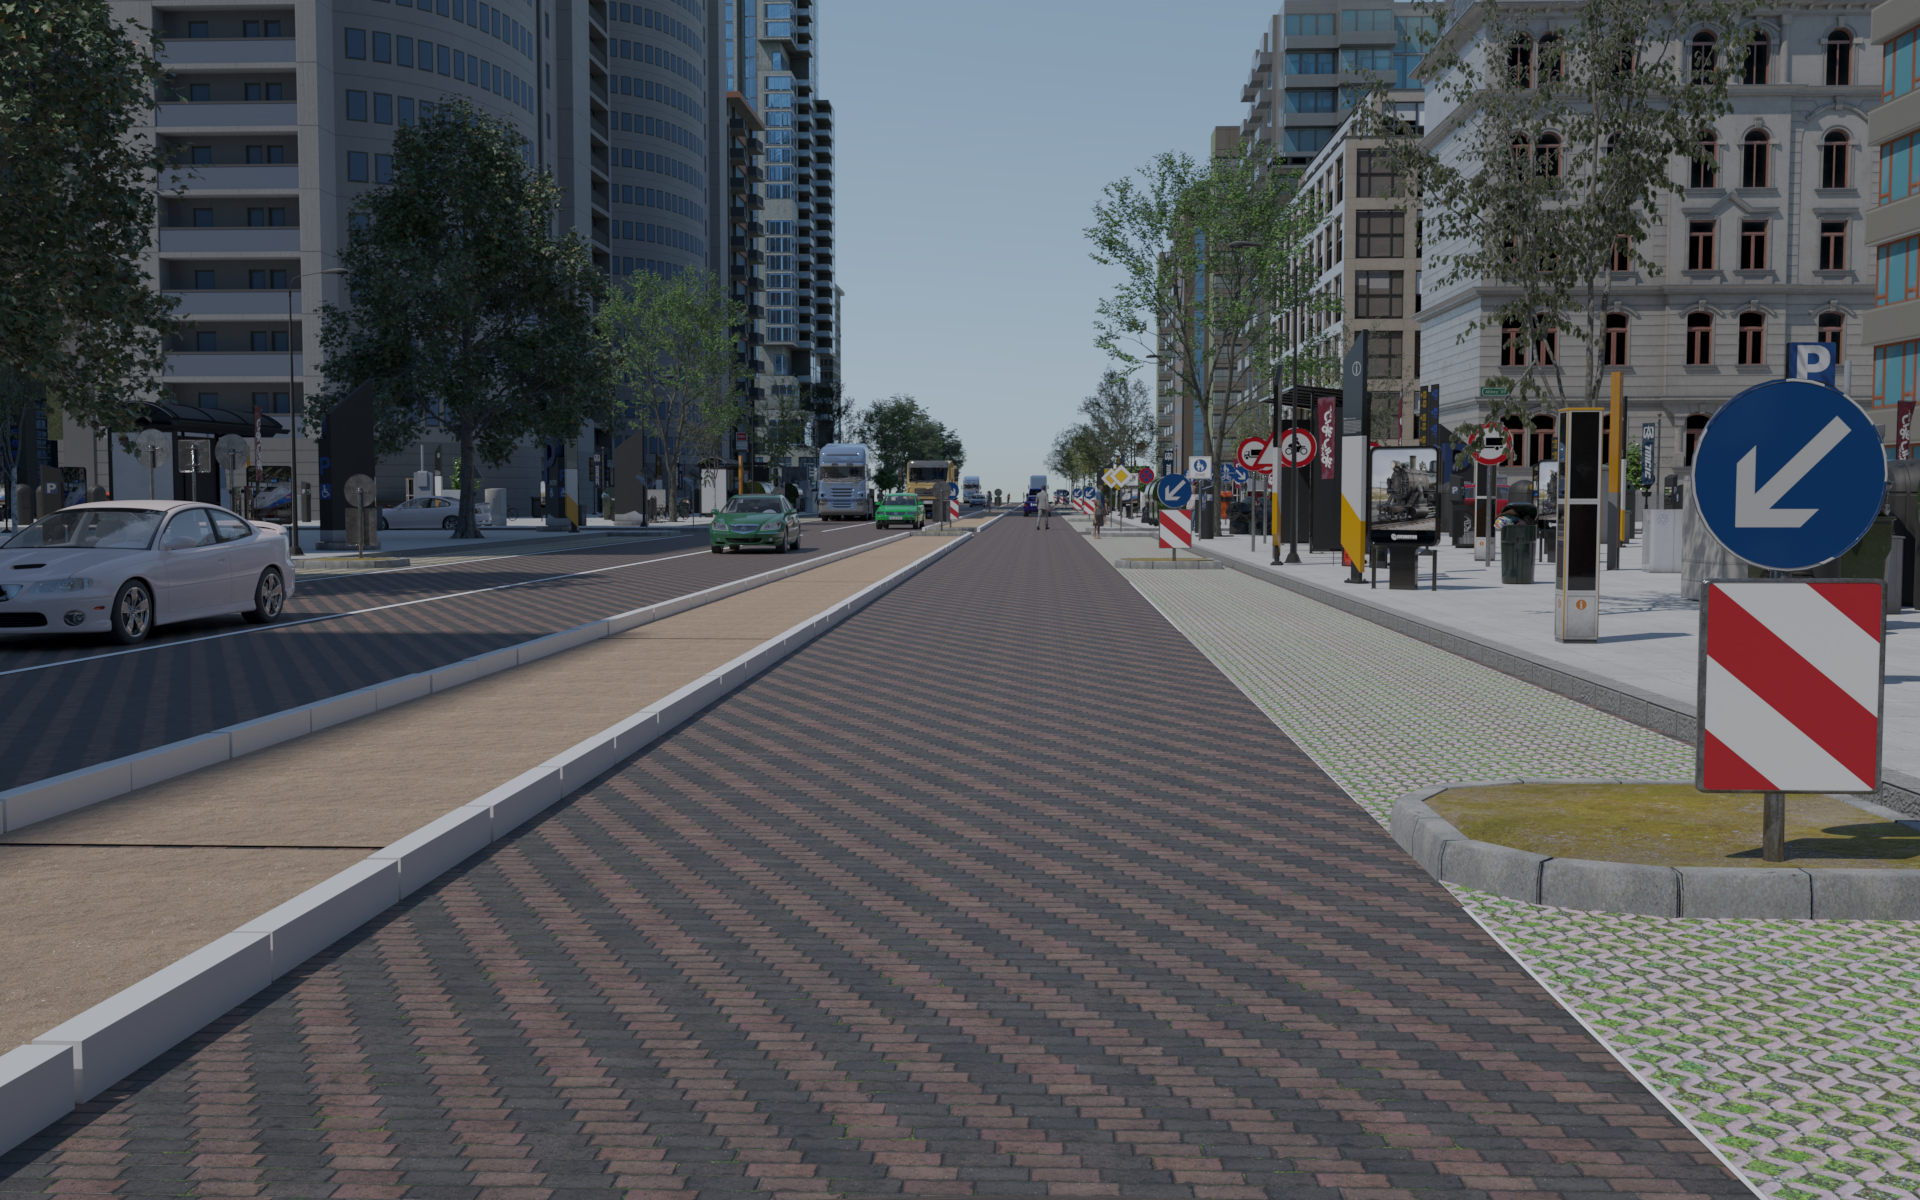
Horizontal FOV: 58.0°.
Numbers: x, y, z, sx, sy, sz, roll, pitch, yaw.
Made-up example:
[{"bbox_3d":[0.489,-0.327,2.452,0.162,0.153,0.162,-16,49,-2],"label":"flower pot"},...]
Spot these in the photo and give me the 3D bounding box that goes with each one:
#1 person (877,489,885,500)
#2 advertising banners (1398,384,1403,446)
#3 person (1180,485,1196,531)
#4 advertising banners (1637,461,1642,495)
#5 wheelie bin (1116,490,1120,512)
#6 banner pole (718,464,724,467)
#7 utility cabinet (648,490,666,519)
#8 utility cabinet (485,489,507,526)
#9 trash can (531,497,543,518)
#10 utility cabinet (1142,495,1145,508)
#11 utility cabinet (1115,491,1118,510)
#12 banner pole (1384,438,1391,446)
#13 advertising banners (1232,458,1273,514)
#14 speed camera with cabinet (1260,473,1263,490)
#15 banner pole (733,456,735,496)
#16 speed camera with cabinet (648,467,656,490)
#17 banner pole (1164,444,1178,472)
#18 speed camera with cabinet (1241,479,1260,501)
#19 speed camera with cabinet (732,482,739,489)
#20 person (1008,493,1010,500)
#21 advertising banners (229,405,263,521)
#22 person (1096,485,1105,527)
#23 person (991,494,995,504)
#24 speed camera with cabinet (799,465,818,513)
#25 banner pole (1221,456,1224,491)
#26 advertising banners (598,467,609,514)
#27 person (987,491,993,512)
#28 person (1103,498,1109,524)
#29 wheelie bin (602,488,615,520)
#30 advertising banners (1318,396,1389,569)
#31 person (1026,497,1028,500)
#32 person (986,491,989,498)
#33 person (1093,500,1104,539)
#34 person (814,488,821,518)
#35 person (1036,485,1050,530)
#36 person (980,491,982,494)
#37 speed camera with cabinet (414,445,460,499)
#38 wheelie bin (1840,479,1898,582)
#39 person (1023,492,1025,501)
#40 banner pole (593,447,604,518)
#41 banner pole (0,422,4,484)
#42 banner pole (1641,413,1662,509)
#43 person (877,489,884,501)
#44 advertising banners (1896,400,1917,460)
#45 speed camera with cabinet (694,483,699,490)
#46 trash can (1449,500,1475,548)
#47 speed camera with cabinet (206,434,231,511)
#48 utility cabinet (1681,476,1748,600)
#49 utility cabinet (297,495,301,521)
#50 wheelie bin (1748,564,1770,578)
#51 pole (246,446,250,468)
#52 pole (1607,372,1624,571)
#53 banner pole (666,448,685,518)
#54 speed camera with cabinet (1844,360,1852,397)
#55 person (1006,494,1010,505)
[{"bbox_3d":[-6.525,-8.337,144.770,1.348,1.831,0.705,3,5,43],"label":"person"},{"bbox_3d":[6.925,-1.890,27.083,0.090,3.025,2.074,1,4,12],"label":"advertising banners"},{"bbox_3d":[8.071,-3.162,60.875,0.731,1.740,0.598,0,4,5],"label":"person"},{"bbox_3d":[30.180,-5.009,78.091,2.074,3.025,0.090,-2,4,-26],"label":"advertising banners"},{"bbox_3d":[11.766,-7.191,125.487,0.980,1.594,0.693,1,4,13],"label":"wheelie bin"},{"bbox_3d":[-17.098,-8.273,125.284,0.863,3.779,0.401,-1,4,-8],"label":"banner pole"},{"bbox_3d":[-15.673,-4.887,88.589,1.173,1.500,0.318,-1,4,-17],"label":"utility cabinet"},{"bbox_3d":[-18.595,-3.711,69.349,0.318,1.500,1.173,-3,5,-44],"label":"utility cabinet"},{"bbox_3d":[-22.727,-4.983,93.117,0.748,1.137,0.748,0,3,0],"label":"trash can"},{"bbox_3d":[9.221,-4.391,82.955,1.020,1.237,0.306,3,4,39],"label":"utility cabinet"},{"bbox_3d":[12.789,-8.101,141.127,0.318,1.500,1.173,-1,4,-15],"label":"utility cabinet"},{"bbox_3d":[19.232,-5.382,78.010,0.401,3.779,0.863,3,4,36],"label":"banner pole"},{"bbox_3d":[14.288,-5.399,84.460,2.074,3.025,0.090,2,4,24],"label":"advertising banners"},{"bbox_3d":[20.534,-7.732,120.754,0.660,3.252,2.038,-1,4,-10],"label":"speed camera with cabinet"},{"bbox_3d":[-14.973,-7.623,114.655,0.401,3.779,0.863,0,4,2],"label":"banner pole"},{"bbox_3d":[-23.096,-8.149,127.574,0.660,3.252,2.038,3,5,44],"label":"speed camera with cabinet"},{"bbox_3d":[10.700,-5.964,87.536,0.863,3.779,0.401,1,4,17],"label":"banner pole"},{"bbox_3d":[17.179,-6.720,104.206,0.660,3.252,2.038,-1,4,-13],"label":"speed camera with cabinet"},{"bbox_3d":[-16.997,-8.312,130.240,0.660,3.252,2.038,1,4,9],"label":"speed camera with cabinet"},{"bbox_3d":[7.781,-16.032,272.096,0.415,1.643,0.593,-1,4,-16],"label":"person"},{"bbox_3d":[-13.769,-2.282,33.493,0.090,3.025,2.074,0,4,-5],"label":"advertising banners"},{"bbox_3d":[5.725,-3.783,70.542,0.419,1.800,0.721,-1,4,-8],"label":"person"},{"bbox_3d":[4.694,-15.461,261.989,1.217,1.736,0.721,-1,4,-12],"label":"person"},{"bbox_3d":[-10.237,-7.499,116.942,0.660,3.252,2.038,1,4,16],"label":"speed camera with cabinet"},{"bbox_3d":[17.100,-7.547,113.405,0.401,3.779,0.863,3,5,43],"label":"banner pole"},{"bbox_3d":[-23.286,-7.158,113.217,0.090,3.025,2.074,-2,4,-29],"label":"advertising banners"},{"bbox_3d":[2.320,-7.751,136.227,0.522,1.701,0.512,-2,4,-24],"label":"person"},{"bbox_3d":[6.838,-4.159,81.161,0.373,1.253,0.362,0,4,-6],"label":"person"},{"bbox_3d":[-17.279,-4.749,85.554,0.693,1.594,0.980,2,4,35],"label":"wheelie bin"},{"bbox_3d":[6.905,-2.094,30.433,0.090,3.025,2.074,-2,4,-25],"label":"advertising banners"},{"bbox_3d":[10.342,-15.717,266.945,0.415,1.643,0.593,2,4,26],"label":"person"},{"bbox_3d":[3.740,-13.384,227.192,0.599,1.838,0.709,-1,4,-19],"label":"person"},{"bbox_3d":[4.399,-2.553,54.913,0.362,1.253,0.373,-2,4,-27],"label":"person"},{"bbox_3d":[-8.472,-5.829,104.206,0.661,1.777,0.834,1,4,21],"label":"person"},{"bbox_3d":[3.317,-3.711,69.443,0.678,1.792,0.850,2,4,29],"label":"person"},{"bbox_3d":[2.904,-14.166,240.106,0.705,1.826,1.348,-1,4,-21],"label":"person"},{"bbox_3d":[-21.005,-4.635,70.123,2.038,3.252,0.660,-1,4,-10],"label":"speed camera with cabinet"},{"bbox_3d":[8.486,-0.526,16.502,0.693,1.594,0.980,1,4,12],"label":"wheelie bin"},{"bbox_3d":[10.434,-16.617,281.009,0.721,1.723,1.217,0,4,1],"label":"person"},{"bbox_3d":[-19.117,-6.233,91.923,0.401,3.779,0.863,3,5,42],"label":"banner pole"},{"bbox_3d":[-29.486,-3.835,52.713,0.401,3.779,0.863,2,4,32],"label":"banner pole"},{"bbox_3d":[21.355,-3.880,53.448,0.401,3.779,0.863,-2,4,-29],"label":"banner pole"},{"bbox_3d":[-5.671,-7.033,123.834,0.599,1.781,0.374,0,4,-6],"label":"person"},{"bbox_3d":[17.022,-2.199,32.138,2.074,3.025,0.090,-2,4,-26],"label":"advertising banners"},{"bbox_3d":[-20.505,-8.940,140.500,2.038,3.252,0.660,-2,4,-27],"label":"speed camera with cabinet"},{"bbox_3d":[11.971,-1.796,41.019,0.748,1.137,0.748,0,3,0],"label":"trash can"},{"bbox_3d":[-23.320,-3.681,54.520,0.660,3.252,2.038,-2,4,-33],"label":"speed camera with cabinet"},{"bbox_3d":[8.935,-0.722,20.483,0.318,1.500,1.173,0,4,1],"label":"utility cabinet"},{"bbox_3d":[-31.895,-4.405,83.177,0.306,1.237,1.020,-2,4,-31],"label":"utility cabinet"},{"bbox_3d":[11.211,-1.004,24.321,0.693,1.594,0.980,2,4,29],"label":"wheelie bin"},{"bbox_3d":[-29.969,-4.839,72.964,0.158,3.312,0.155,0,3,0],"label":"pole"},{"bbox_3d":[10.984,-2.152,29.033,0.158,3.312,0.155,0,3,0],"label":"pole"},{"bbox_3d":[-15.656,-6.396,94.587,0.863,3.779,0.401,-2,4,-33],"label":"banner pole"},{"bbox_3d":[12.650,-1.952,26.253,0.660,3.252,2.038,-2,4,-30],"label":"speed camera with cabinet"},{"bbox_3d":[6.513,-13.712,235.957,1.065,1.426,0.557,3,5,45],"label":"person"}]
